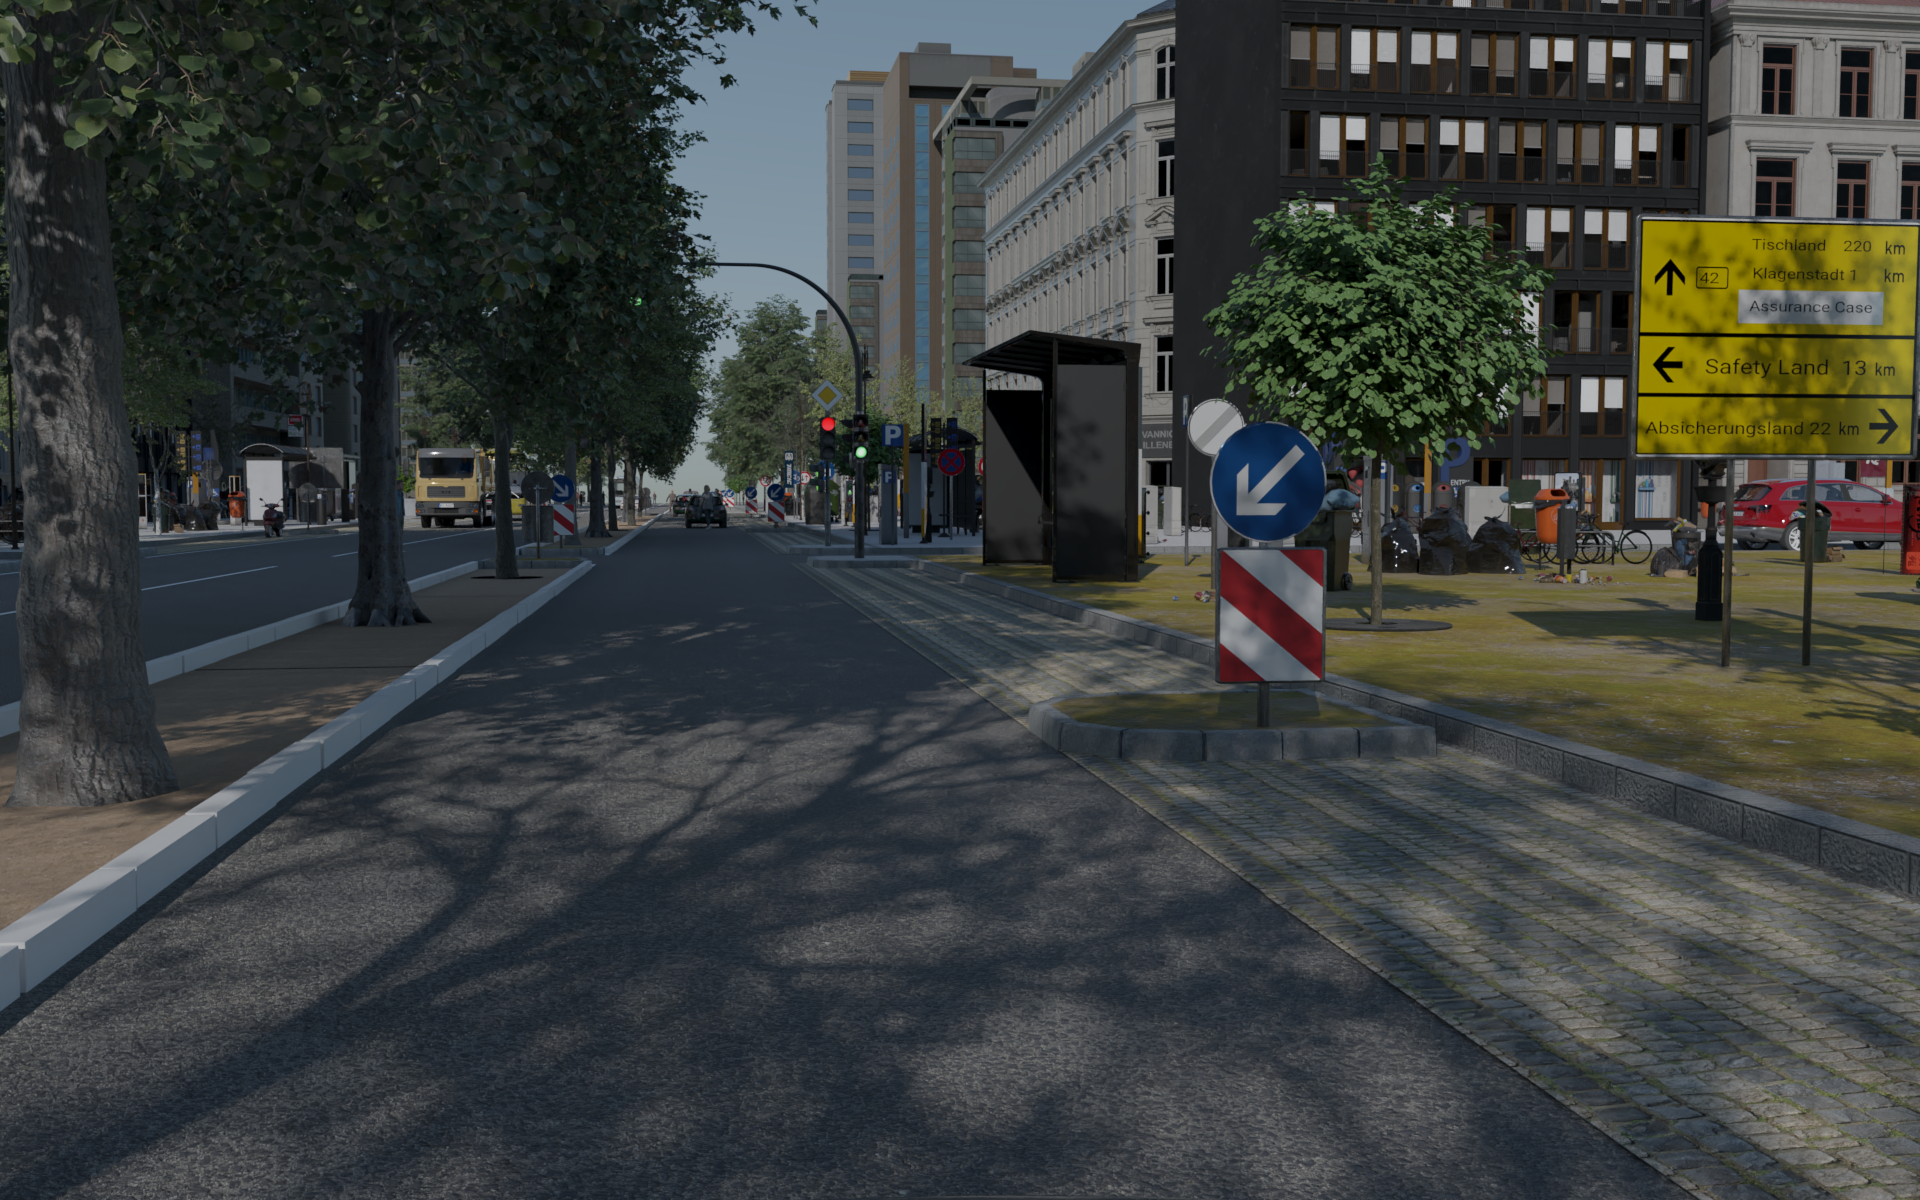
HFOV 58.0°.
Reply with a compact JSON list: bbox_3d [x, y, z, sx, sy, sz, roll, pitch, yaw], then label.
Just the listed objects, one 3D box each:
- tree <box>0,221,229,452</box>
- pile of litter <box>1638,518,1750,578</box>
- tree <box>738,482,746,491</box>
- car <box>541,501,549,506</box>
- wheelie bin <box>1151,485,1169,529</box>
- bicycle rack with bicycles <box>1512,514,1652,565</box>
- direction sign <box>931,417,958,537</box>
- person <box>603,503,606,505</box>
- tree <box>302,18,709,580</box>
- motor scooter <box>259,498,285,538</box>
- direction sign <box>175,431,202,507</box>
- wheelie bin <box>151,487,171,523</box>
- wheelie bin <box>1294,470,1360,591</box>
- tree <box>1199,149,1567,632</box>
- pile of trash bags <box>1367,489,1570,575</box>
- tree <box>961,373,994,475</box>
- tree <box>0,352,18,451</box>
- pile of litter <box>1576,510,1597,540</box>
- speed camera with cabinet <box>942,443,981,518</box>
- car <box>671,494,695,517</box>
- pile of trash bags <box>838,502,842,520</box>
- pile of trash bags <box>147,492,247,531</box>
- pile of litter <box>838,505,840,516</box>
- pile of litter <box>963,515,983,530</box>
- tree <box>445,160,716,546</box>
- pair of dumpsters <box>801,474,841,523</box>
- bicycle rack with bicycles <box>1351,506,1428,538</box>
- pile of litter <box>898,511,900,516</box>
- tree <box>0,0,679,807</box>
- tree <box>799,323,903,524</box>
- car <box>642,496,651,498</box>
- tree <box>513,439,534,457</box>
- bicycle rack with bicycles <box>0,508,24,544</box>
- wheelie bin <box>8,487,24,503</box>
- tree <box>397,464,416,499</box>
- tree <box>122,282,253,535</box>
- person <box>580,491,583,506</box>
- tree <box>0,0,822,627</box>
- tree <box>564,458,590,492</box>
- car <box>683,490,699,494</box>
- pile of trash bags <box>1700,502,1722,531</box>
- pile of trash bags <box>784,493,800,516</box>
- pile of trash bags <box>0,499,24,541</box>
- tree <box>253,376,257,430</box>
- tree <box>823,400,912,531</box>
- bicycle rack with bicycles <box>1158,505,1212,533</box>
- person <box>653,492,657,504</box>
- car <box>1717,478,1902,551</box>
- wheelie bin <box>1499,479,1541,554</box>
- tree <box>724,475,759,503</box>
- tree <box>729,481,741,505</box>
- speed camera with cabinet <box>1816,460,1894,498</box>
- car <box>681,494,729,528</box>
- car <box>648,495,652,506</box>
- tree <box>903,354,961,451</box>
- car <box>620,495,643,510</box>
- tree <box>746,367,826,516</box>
[{"bbox_3d":[-23.719,-7.868,46.774,7.486,12.596,7.792,0,3,0],"label":"tree"},{"bbox_3d":[11.537,-0.798,27.010,1.719,0.858,1.176,0,4,-3],"label":"pile of litter"},{"bbox_3d":[-21.581,-14.105,180.975,4.360,8.622,3.978,0,3,0],"label":"tree"},{"bbox_3d":[-29.711,-6.841,120.895,2.155,1.783,4.494,-1,4,-8],"label":"car"},{"bbox_3d":[7.281,-3.366,62.934,0.980,1.594,0.693,0,4,6],"label":"wheelie bin"},{"bbox_3d":[11.257,-1.143,32.067,2.925,0.926,2.852,1,4,16],"label":"bicycle rack with bicycles"},{"bbox_3d":[-0.472,-3.632,51.381,0.876,3.537,0.379,2,4,25],"label":"direction sign"},{"bbox_3d":[-47.609,-13.639,231.513,0.705,1.822,1.348,2,4,35],"label":"person"},{"bbox_3d":[-7.759,-6.159,28.909,9.928,11.665,9.643,0,3,0],"label":"tree"},{"bbox_3d":[-22.674,-2.719,57.228,0.815,1.314,1.986,-1,4,-9],"label":"motor scooter"},{"bbox_3d":[-27.713,-4.300,62.301,0.876,3.537,0.379,0,4,-7],"label":"direction sign"},{"bbox_3d":[-33.923,-4.016,73.577,0.693,1.594,0.980,-1,4,-14],"label":"wheelie bin"},{"bbox_3d":[4.838,-0.924,23.015,0.980,1.594,0.693,3,4,37],"label":"wheelie bin"},{"bbox_3d":[4.032,-2.021,16.765,4.285,4.588,4.351,0,3,0],"label":"tree"},{"bbox_3d":[8.563,-1.147,28.504,3.447,1.369,1.912,-1,4,-21],"label":"pile of trash bags"},{"bbox_3d":[0.554,-9.422,104.414,4.737,8.622,4.395,0,3,0],"label":"tree"},{"bbox_3d":[-35.545,-6.837,62.153,4.737,8.622,4.395,0,3,0],"label":"tree"},{"bbox_3d":[17.251,-2.121,48.646,1.719,0.858,1.176,-3,4,-38],"label":"pile of litter"},{"bbox_3d":[-0.164,-4.507,68.029,2.038,3.252,0.660,-2,4,-27],"label":"speed camera with cabinet"},{"bbox_3d":[-17.196,-6.074,109.103,2.009,1.686,4.222,0,4,-8],"label":"car"},{"bbox_3d":[-4.994,-4.653,85.834,1.912,1.369,3.447,-1,4,-11],"label":"pile of trash bags"},{"bbox_3d":[-26.522,-3.116,60.699,3.447,1.369,1.912,1,4,14],"label":"pile of trash bags"},{"bbox_3d":[-5.844,-4.685,90.566,1.176,0.858,1.719,1,4,15],"label":"pile of litter"},{"bbox_3d":[0.807,-2.949,62.173,1.176,0.858,1.719,-2,4,-24],"label":"pile of litter"},{"bbox_3d":[-10.608,-7.751,47.307,7.486,12.596,7.792,0,3,0],"label":"tree"},{"bbox_3d":[-6.345,-4.704,79.397,1.574,2.255,4.437,-1,4,-9],"label":"pair of dumpsters"},{"bbox_3d":[12.260,-2.294,50.882,2.925,0.926,2.852,3,5,43],"label":"bicycle rack with bicycles"},{"bbox_3d":[-3.304,-5.418,102.552,1.719,0.858,1.176,2,4,27],"label":"pile of litter"},{"bbox_3d":[-4.060,-6.028,7.668,9.857,13.997,8.962,0,3,0],"label":"tree"},{"bbox_3d":[-4.960,-7.567,74.079,4.737,8.622,4.395,0,3,0],"label":"tree"},{"bbox_3d":[-36.828,-11.695,200.259,2.155,1.783,4.494,0,4,-8],"label":"car"},{"bbox_3d":[-39.737,-12.343,152.167,4.737,8.622,4.395,0,3,0],"label":"tree"},{"bbox_3d":[-24.849,-1.910,44.605,2.925,0.926,2.852,-1,4,-14],"label":"bicycle rack with bicycles"},{"bbox_3d":[-40.337,-4.053,74.178,0.693,1.594,0.980,-1,4,-19],"label":"wheelie bin"},{"bbox_3d":[-31.024,-6.293,97.496,1.663,3.219,1.824,0,3,0],"label":"tree"},{"bbox_3d":[-25.239,-6.341,54.037,4.360,8.622,3.978,0,3,0],"label":"tree"},{"bbox_3d":[-46.041,-12.366,210.643,0.705,1.831,1.348,-2,4,-25],"label":"person"},{"bbox_3d":[-6.318,-6.058,18.507,9.611,12.733,9.660,0,3,0],"label":"tree"},{"bbox_3d":[-52.921,-17.657,239.053,4.737,8.622,4.395,0,3,0],"label":"tree"},{"bbox_3d":[-28.291,-10.607,182.104,2.281,1.827,5.304,-1,4,-9],"label":"car"},{"bbox_3d":[26.490,-3.003,58.844,3.447,1.369,1.912,-2,4,-24],"label":"pile of trash bags"},{"bbox_3d":[-9.583,-5.682,102.654,1.912,1.369,3.447,-2,4,-32],"label":"pile of trash bags"},{"bbox_3d":[-25.999,-2.391,48.844,1.912,1.369,3.447,2,4,32],"label":"pile of trash bags"},{"bbox_3d":[-36.890,-8.288,85.870,4.360,8.622,3.978,0,3,0],"label":"tree"},{"bbox_3d":[-3.094,-4.690,60.397,4.285,4.588,4.351,0,3,0],"label":"tree"},{"bbox_3d":[7.664,-2.735,58.095,2.852,0.926,2.925,-2,4,-32],"label":"bicycle rack with bicycles"},{"bbox_3d":[-43.658,-14.601,247.759,0.617,1.759,0.750,-1,4,-21],"label":"person"},{"bbox_3d":[21.246,-2.051,42.208,5.304,1.827,2.281,-1,4,-9],"label":"car"},{"bbox_3d":[12.028,-1.780,37.014,0.980,1.594,0.693,1,4,15],"label":"wheelie bin"},{"bbox_3d":[-24.799,-13.336,201.762,4.285,4.588,4.351,0,3,0],"label":"tree"},{"bbox_3d":[-26.435,-12.928,205.974,1.663,3.219,1.824,0,3,0],"label":"tree"},{"bbox_3d":[24.612,-3.269,47.779,0.660,3.252,2.038,-2,4,-34],"label":"speed camera with cabinet"},{"bbox_3d":[-10.885,-3.931,74.063,2.009,1.686,4.222,-1,4,-10],"label":"car"},{"bbox_3d":[-38.713,-12.256,212.386,2.014,1.417,4.499,-1,4,-10],"label":"car"},{"bbox_3d":[-2.596,-8.558,90.279,4.737,8.622,4.395,0,3,0],"label":"tree"},{"bbox_3d":[-29.211,-8.681,154.290,2.083,1.381,4.827,0,4,-7],"label":"car"},{"bbox_3d":[-9.280,-9.155,100.041,4.360,8.622,3.978,0,3,0],"label":"tree"}]
